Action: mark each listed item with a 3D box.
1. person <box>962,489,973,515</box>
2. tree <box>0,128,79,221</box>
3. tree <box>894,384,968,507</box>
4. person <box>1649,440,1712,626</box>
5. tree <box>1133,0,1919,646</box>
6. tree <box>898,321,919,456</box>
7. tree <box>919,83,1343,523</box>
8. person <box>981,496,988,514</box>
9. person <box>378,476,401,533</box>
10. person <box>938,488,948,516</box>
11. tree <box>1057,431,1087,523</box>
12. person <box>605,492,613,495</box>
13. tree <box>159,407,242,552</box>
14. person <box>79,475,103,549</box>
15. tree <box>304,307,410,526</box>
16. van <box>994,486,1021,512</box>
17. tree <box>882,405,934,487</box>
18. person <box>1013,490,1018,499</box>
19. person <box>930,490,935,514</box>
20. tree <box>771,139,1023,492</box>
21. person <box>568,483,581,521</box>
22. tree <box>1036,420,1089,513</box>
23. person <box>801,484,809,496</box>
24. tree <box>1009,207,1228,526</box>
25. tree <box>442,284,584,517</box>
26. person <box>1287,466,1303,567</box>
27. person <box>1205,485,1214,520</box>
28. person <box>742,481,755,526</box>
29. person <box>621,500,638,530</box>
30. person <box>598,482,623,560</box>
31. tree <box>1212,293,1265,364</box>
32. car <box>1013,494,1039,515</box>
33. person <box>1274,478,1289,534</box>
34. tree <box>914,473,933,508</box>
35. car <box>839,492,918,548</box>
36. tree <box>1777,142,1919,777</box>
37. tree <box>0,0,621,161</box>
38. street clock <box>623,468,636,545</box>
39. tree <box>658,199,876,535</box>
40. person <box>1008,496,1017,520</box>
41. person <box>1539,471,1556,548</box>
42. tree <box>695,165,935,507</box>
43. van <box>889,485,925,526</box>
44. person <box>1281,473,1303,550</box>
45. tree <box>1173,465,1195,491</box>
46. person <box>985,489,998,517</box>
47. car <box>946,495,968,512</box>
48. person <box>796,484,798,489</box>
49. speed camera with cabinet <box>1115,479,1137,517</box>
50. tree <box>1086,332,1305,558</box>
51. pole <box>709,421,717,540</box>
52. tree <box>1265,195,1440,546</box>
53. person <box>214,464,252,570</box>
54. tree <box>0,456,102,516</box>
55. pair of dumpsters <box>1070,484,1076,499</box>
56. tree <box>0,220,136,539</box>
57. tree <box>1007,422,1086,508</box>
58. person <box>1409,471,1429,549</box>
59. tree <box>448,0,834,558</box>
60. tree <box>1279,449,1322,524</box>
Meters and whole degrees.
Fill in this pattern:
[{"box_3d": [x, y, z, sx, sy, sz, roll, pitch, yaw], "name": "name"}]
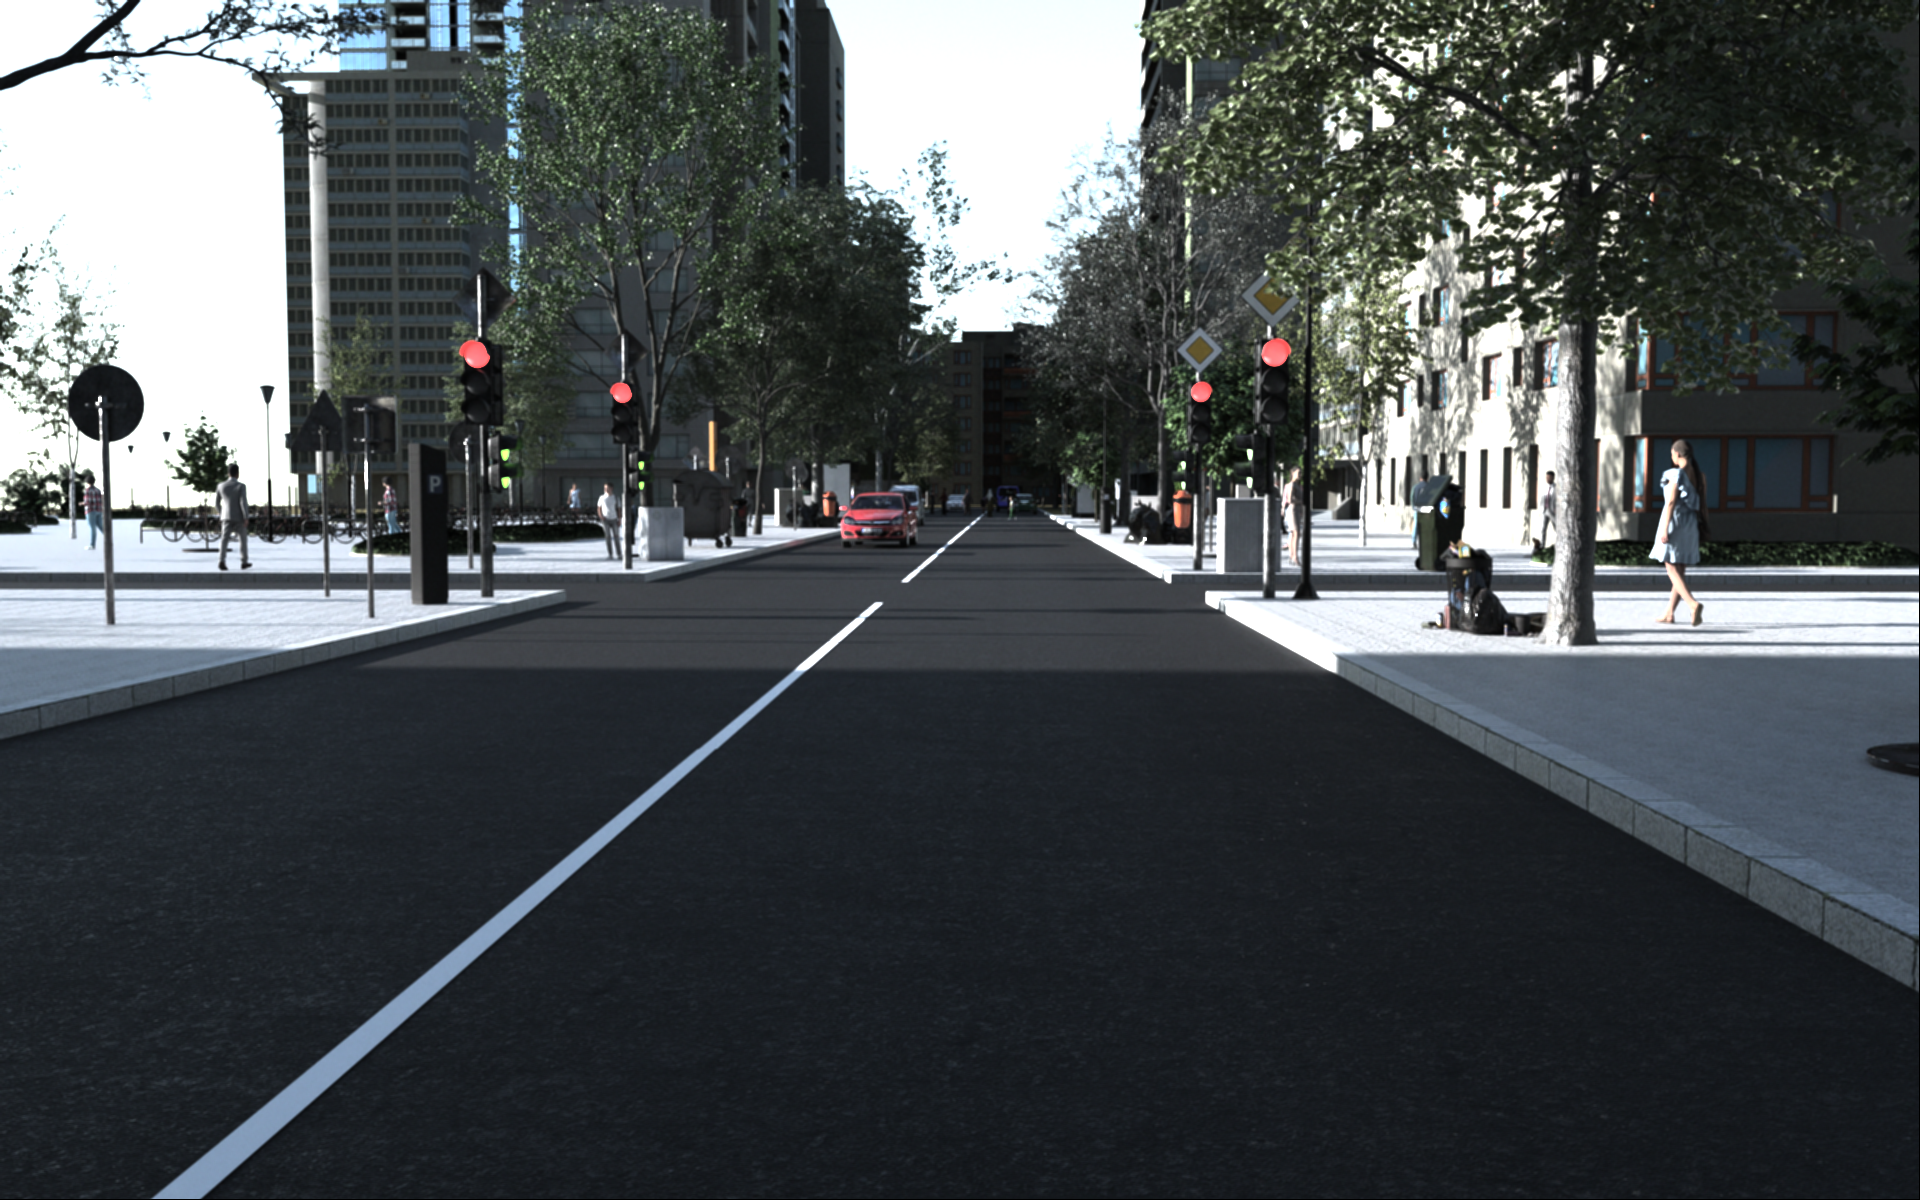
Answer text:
[{"box_3d": [0.508, -6.725, 119.007, 0.990, 1.755, 0.434, 3, 5, 44], "name": "person"}, {"box_3d": [-19.581, -5.104, 33.819, 4.360, 8.622, 3.978, 0, 3, 0], "name": "tree"}, {"box_3d": [-2.871, -15.791, 176.309, 7.486, 12.596, 7.792, 0, 3, 0], "name": "tree"}, {"box_3d": [7.101, -0.660, 16.936, 0.616, 1.811, 0.778, -1, 4, -11], "name": "person"}, {"box_3d": [5.284, -5.921, 14.928, 7.486, 12.596, 7.792, 0, 3, 0], "name": "tree"}, {"box_3d": [-4.632, -12.375, 112.694, 12.009, 13.543, 11.850, 0, 3, 0], "name": "tree"}, {"box_3d": [6.119, -8.621, 51.318, 12.009, 13.543, 11.850, 0, 3, 0], "name": "tree"}, {"box_3d": [1.814, -6.854, 123.790, 0.697, 1.427, 0.421, 2, 4, 27], "name": "person"}, {"box_3d": [-14.248, -2.237, 43.458, 0.643, 1.720, 0.563, -1, 4, -16], "name": "person"}, {"box_3d": [-1.087, -6.486, 114.504, 0.705, 1.831, 1.348, -2, 4, -27], "name": "person"}, {"box_3d": [6.107, -5.768, 78.027, 4.285, 4.588, 4.351, 0, 3, 0], "name": "tree"}, {"box_3d": [-15.217, -4.188, 74.876, 0.624, 1.780, 0.694, -2, 4, -27], "name": "person"}, {"box_3d": [-16.955, -2.691, 38.603, 1.663, 3.219, 1.824, 0, 3, 0], "name": "tree"}, {"box_3d": [-20.180, -2.051, 40.420, 0.643, 1.720, 0.563, 1, 4, 12], "name": "person"}, {"box_3d": [-24.069, -7.242, 68.761, 4.737, 8.622, 4.395, 0, 3, 0], "name": "tree"}, {"box_3d": [3.874, -8.312, 140.288, 2.240, 2.365, 5.245, 0, 4, 1], "name": "van"}, {"box_3d": [-3.732, -10.761, 126.305, 4.737, 8.622, 4.395, 0, 3, 0], "name": "tree"}, {"box_3d": [4.217, -7.707, 135.226, 0.721, 1.743, 1.217, 2, 4, 30], "name": "person"}, {"box_3d": [-1.904, -6.991, 123.604, 0.445, 1.727, 0.742, -1, 4, -16], "name": "person"}, {"box_3d": [-3.457, -14.498, 92.924, 12.611, 20.169, 13.585, 0, 3, 0], "name": "tree"}, {"box_3d": [-17.948, -4.558, 80.656, 0.616, 1.811, 0.778, 0, 4, -2], "name": "person"}, {"box_3d": [7.066, -10.080, 115.169, 4.737, 8.622, 4.395, 0, 3, 0], "name": "tree"}, {"box_3d": [-8.158, -5.108, 89.810, 0.600, 1.795, 0.529, 2, 4, 28], "name": "person"}, {"box_3d": [6.745, -9.315, 69.315, 9.611, 12.733, 9.660, 0, 3, 0], "name": "tree"}, {"box_3d": [-24.440, -10.786, 94.472, 7.486, 12.596, 7.792, 0, 3, 0], "name": "tree"}, {"box_3d": [5.989, -1.490, 30.738, 0.374, 1.781, 0.599, 1, 4, 18], "name": "person"}, {"box_3d": [12.555, -4.920, 87.232, 0.466, 1.731, 0.760, 2, 4, 28], "name": "person"}, {"box_3d": [-8.464, -3.834, 68.996, 0.520, 1.790, 0.573, -2, 4, -30], "name": "person"}, {"box_3d": [-11.824, -3.071, 61.759, 0.738, 1.151, 1.012, -2, 4, -25], "name": "person"}, {"box_3d": [-6.805, -1.547, 33.934, 0.503, 1.515, 0.523, -3, 4, -38], "name": "person"}, {"box_3d": [10.736, -6.718, 60.195, 4.737, 8.622, 4.395, 0, 3, 0], "name": "tree"}, {"box_3d": [4.523, -6.749, 122.137, 2.131, 1.459, 4.920, 0, 4, 2], "name": "car"}, {"box_3d": [10.022, -2.941, 54.522, 0.834, 1.777, 0.661, 1, 4, 20], "name": "person"}, {"box_3d": [-3.552, -10.215, 161.623, 1.663, 3.219, 1.824, 0, 3, 0], "name": "tree"}, {"box_3d": [-2.188, -2.363, 47.674, 2.155, 1.783, 4.494, 0, 4, 3], "name": "car"}, {"box_3d": [4.693, -0.822, 8.048, 1.663, 3.219, 1.824, 0, 3, 0], "name": "tree"}, {"box_3d": [-7.075, -6.108, 10.235, 12.009, 13.543, 11.850, 0, 3, 0], "name": "tree"}, {"box_3d": [-8.336, -2.399, 43.787, 0.358, 2.002, 0.471, -1, 4, -17], "name": "street clock"}, {"box_3d": [-6.081, -7.344, 54.489, 7.601, 10.594, 8.767, 0, 4, 5], "name": "tree"}, {"box_3d": [2.920, -5.107, 96.251, 0.590, 1.304, 0.306, -2, 4, -27], "name": "person"}, {"box_3d": [13.009, -1.944, 38.095, 0.678, 1.792, 0.850, 3, 5, 44], "name": "person"}, {"box_3d": [-5.722, -9.864, 67.932, 9.857, 13.997, 8.962, 0, 3, 0], "name": "tree"}, {"box_3d": [-2.527, -4.339, 77.955, 2.013, 2.044, 4.112, 0, 4, 3], "name": "van"}, {"box_3d": [7.583, -2.039, 39.394, 0.555, 1.821, 0.388, -2, 4, -29], "name": "person"}, {"box_3d": [12.665, -6.356, 98.524, 1.663, 3.219, 1.824, 0, 3, 0], "name": "tree"}, {"box_3d": [1.949, -6.054, 108.218, 0.721, 1.736, 1.217, -2, 4, -35], "name": "person"}, {"box_3d": [-0.269, -7.781, 139.582, 2.083, 1.381, 4.827, 0, 4, 1], "name": "car"}, {"box_3d": [-8.961, -5.478, 95.413, 0.447, 1.846, 0.655, 1, 4, 13], "name": "person"}, {"box_3d": [7.822, -5.321, 81.342, 0.660, 3.252, 2.038, 0, 4, -8], "name": "speed camera with cabinet"}, {"box_3d": [5.638, -3.157, 35.323, 4.285, 4.588, 4.351, 0, 3, 0], "name": "tree"}, {"box_3d": [-6.933, -3.357, 48.736, 0.158, 3.312, 0.155, 0, 3, 0], "name": "pole"}, {"box_3d": [10.001, -5.667, 43.016, 4.737, 8.622, 4.395, 0, 3, 0], "name": "tree"}, {"box_3d": [-12.339, -1.411, 29.381, 0.678, 1.792, 0.850, 0, 4, 3], "name": "person"}, {"box_3d": [-57.770, -11.930, 96.870, 13.155, 14.587, 18.604, 1, 4, 8], "name": "tree"}, {"box_3d": [7.211, -5.962, 99.968, 1.574, 2.255, 4.437, 0, 4, 2], "name": "pair of dumpsters"}, {"box_3d": [-25.729, -6.073, 49.657, 4.360, 8.622, 3.978, 0, 3, 0], "name": "tree"}, {"box_3d": [8.644, -14.798, 176.352, 8.767, 10.594, 7.601, -2, 4, -31], "name": "tree"}, {"box_3d": [10.662, -2.079, 40.018, 0.713, 1.824, 0.794, -3, 5, -40], "name": "person"}, {"box_3d": [-6.364, -6.693, 35.183, 9.928, 11.665, 9.643, 0, 3, 0], "name": "tree"}, {"box_3d": [14.582, -4.835, 73.660, 1.663, 3.219, 1.824, 0, 3, 0], "name": "tree"}]
